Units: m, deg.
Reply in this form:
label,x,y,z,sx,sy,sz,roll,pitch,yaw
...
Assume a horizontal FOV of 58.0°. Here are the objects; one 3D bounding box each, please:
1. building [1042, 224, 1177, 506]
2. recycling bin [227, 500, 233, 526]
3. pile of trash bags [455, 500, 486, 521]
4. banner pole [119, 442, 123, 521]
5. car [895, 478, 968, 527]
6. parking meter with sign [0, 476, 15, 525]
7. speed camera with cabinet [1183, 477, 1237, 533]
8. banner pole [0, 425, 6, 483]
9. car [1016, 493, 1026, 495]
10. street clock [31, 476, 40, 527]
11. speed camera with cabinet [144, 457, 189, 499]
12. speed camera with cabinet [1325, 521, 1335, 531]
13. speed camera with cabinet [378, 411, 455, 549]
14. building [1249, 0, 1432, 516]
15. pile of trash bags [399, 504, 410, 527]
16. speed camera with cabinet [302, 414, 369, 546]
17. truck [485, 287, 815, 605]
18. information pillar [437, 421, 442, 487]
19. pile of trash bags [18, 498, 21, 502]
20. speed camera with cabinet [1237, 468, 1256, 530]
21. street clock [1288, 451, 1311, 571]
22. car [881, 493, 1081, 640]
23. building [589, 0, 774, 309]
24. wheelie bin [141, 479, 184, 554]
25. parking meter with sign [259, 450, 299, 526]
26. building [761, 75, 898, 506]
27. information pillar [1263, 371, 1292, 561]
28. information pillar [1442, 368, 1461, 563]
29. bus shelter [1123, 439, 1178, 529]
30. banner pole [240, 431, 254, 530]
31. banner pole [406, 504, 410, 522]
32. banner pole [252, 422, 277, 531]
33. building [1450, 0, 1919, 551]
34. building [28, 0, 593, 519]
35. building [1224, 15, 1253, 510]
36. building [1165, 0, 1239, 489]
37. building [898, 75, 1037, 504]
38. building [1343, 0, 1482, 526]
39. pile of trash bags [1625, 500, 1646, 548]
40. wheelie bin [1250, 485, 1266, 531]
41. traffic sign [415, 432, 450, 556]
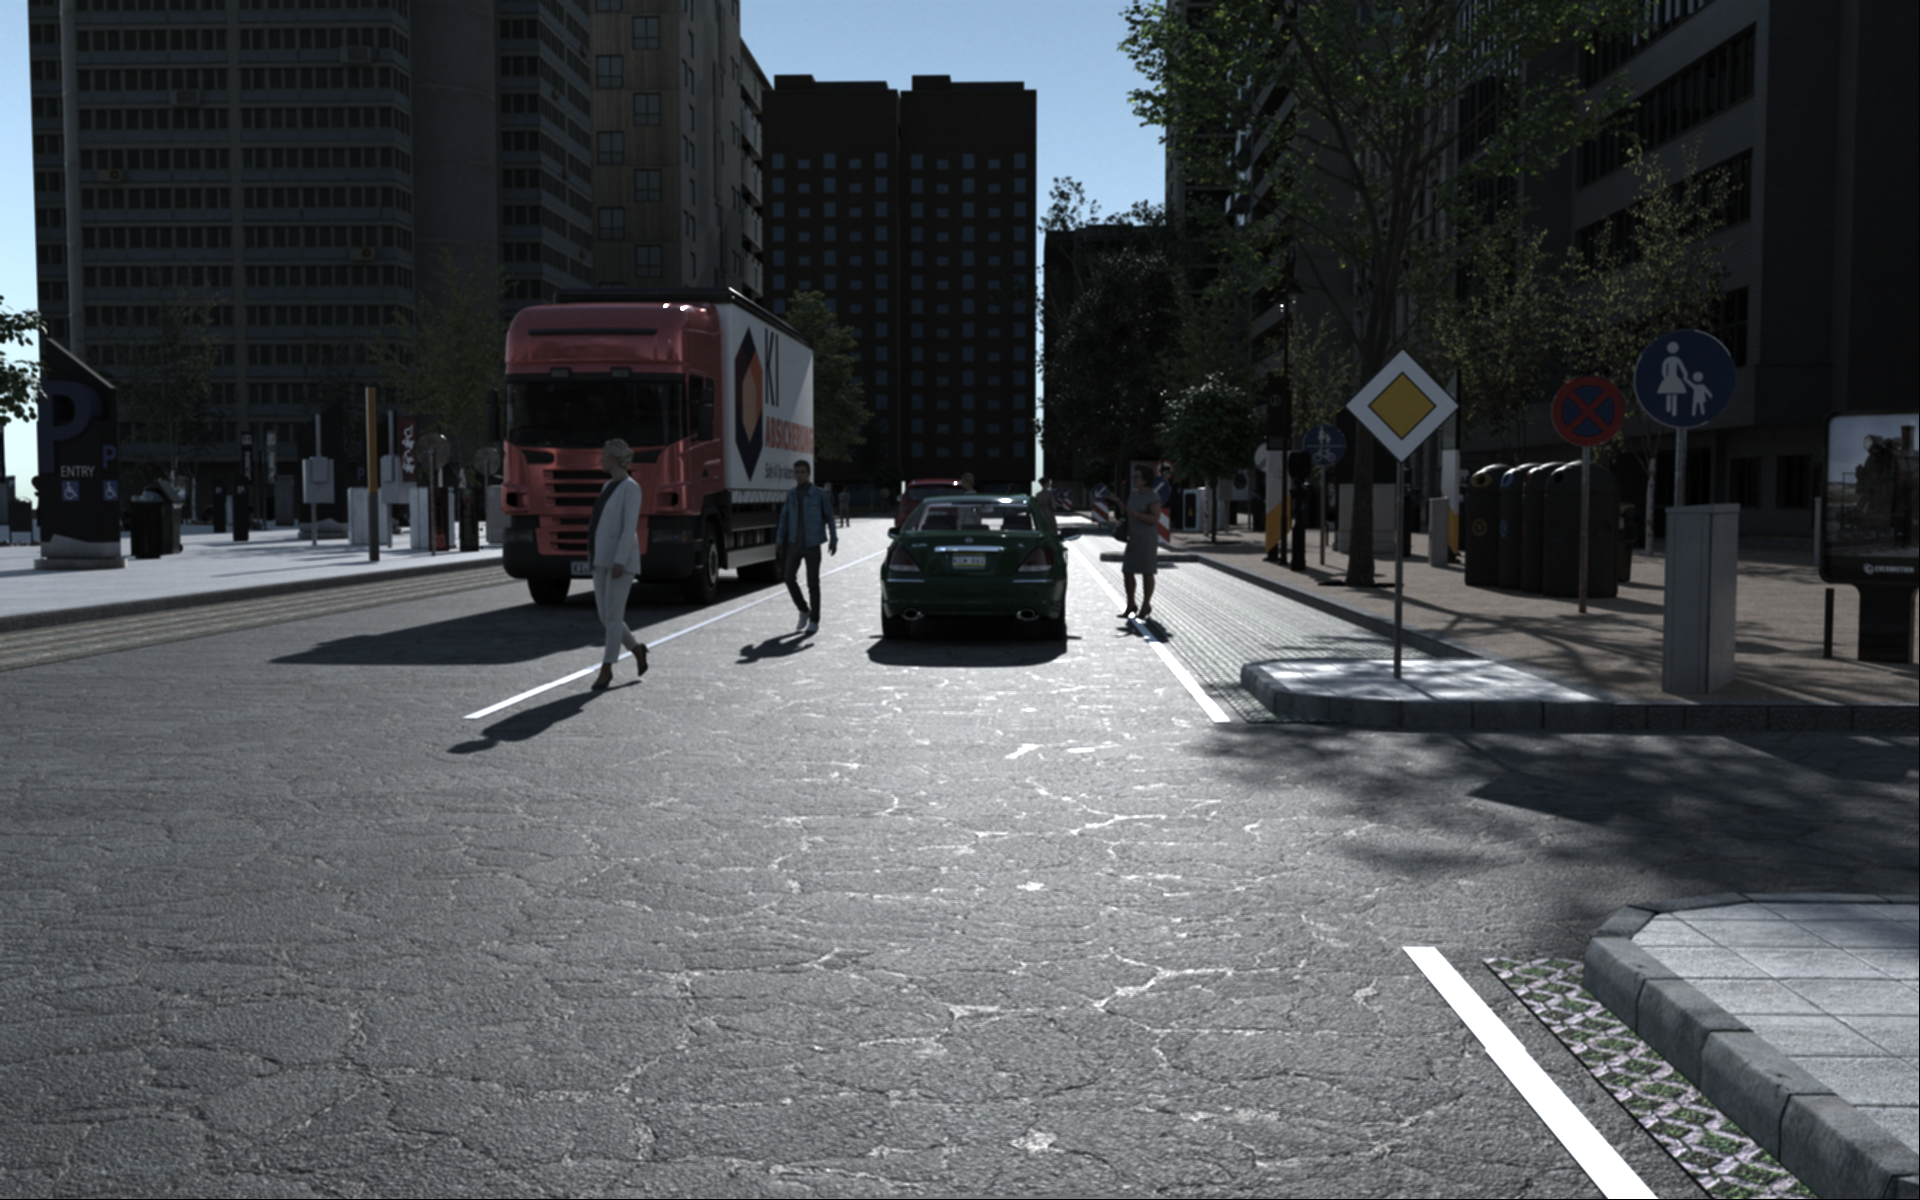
label,x,y,z,sx,sy,sz,roll,pitch,yaw
building,16.025,-25.484,188.362,14.107,30.474,14.160,0,4,2
recycling bin,-29.226,-3.516,70.038,0.722,1.027,0.722,-2,4,-27
pile of trash bags,-22.695,-4.450,82.511,1.912,1.369,3.447,-3,4,-37
banner pole,-40.640,-5.722,83.579,0.401,3.779,0.863,1,4,11
car,-0.499,-2.125,43.421,2.281,1.827,5.304,0,4,2
parking meter with sign,-39.365,-4.594,71.371,1.738,3.016,0.543,1,4,16
speed camera with cabinet,8.332,-3.917,58.376,0.660,3.252,2.038,-2,4,-28
banner pole,-27.059,-3.576,48.492,0.401,3.779,0.863,1,4,18
car,3.837,-6.580,116.375,1.959,1.807,4.718,0,4,4
street clock,-36.395,-3.908,68.462,0.471,2.002,0.358,-1,4,-18
speed camera with cabinet,-39.418,-5.606,85.989,0.660,3.252,2.038,3,4,36
speed camera with cabinet,13.230,-4.063,60.765,0.660,3.252,2.038,0,4,-5
speed camera with cabinet,-12.807,-2.846,40.871,2.038,3.252,0.660,2,4,35
building,30.482,-29.712,109.493,21.300,48.544,21.600,0,4,2
pile of trash bags,-22.920,-3.574,68.180,1.912,1.369,3.447,-2,4,-31
speed camera with cabinet,-15.405,-3.009,43.537,2.038,3.252,0.660,-2,4,-28
truck,-4.176,-2.259,25.849,2.839,4.237,11.283,0,4,3
information pillar,-16.708,-3.933,55.667,0.183,3.616,0.504,-1,4,-11
pile of trash bags,-48.553,-4.753,87.462,1.912,1.369,3.447,0,4,-3
speed camera with cabinet,9.578,-4.149,62.172,2.038,3.252,0.660,3,4,38
street clock,5.655,-1.488,28.895,0.358,2.002,0.471,2,4,34
car,0.228,-0.410,18.497,2.131,1.459,4.920,0,4,4
building,-34.488,-37.148,196.615,27.495,52.752,28.713,0,4,2
wheelie bin,-17.072,-1.782,37.041,0.693,1.594,0.980,0,4,-4
parking meter with sign,-27.081,-4.476,69.440,1.738,3.016,0.543,-1,4,-12
building,-13.364,-32.928,188.478,14.200,45.320,14.600,0,4,2
information pillar,6.056,-2.547,32.995,0.504,3.616,0.183,-1,4,-12
information pillar,9.221,-2.518,32.520,0.183,3.616,0.504,-1,4,-15
bus shelter,7.446,-4.462,66.872,2.014,3.302,5.546,0,4,2
banner pole,-24.959,-4.343,61.026,0.401,3.779,0.863,2,4,29
banner pole,-25.707,-5.561,80.931,0.401,3.779,0.863,2,4,24
banner pole,-24.111,-4.306,60.420,0.863,3.779,0.401,2,4,28
building,25.078,-14.204,51.304,14.314,24.678,30.058,0,4,2
building,-34.929,-24.972,100.179,32.217,40.220,23.993,0,4,2
building,32.848,-31.546,135.386,23.786,49.044,30.456,0,4,2
building,33.531,-45.975,189.942,20.611,71.187,20.563,0,4,2
building,1.132,-32.939,188.666,14.200,45.320,14.600,0,4,2
building,24.023,-15.136,76.351,11.050,23.489,19.941,0,4,2
pile of trash bags,15.095,-1.988,42.261,1.912,1.369,3.447,-2,4,-24
wheelie bin,10.537,-3.209,60.369,0.980,1.594,0.693,-2,4,-32
traffic sign,-10.894,-2.181,35.771,0.768,2.556,0.104,0,4,8
